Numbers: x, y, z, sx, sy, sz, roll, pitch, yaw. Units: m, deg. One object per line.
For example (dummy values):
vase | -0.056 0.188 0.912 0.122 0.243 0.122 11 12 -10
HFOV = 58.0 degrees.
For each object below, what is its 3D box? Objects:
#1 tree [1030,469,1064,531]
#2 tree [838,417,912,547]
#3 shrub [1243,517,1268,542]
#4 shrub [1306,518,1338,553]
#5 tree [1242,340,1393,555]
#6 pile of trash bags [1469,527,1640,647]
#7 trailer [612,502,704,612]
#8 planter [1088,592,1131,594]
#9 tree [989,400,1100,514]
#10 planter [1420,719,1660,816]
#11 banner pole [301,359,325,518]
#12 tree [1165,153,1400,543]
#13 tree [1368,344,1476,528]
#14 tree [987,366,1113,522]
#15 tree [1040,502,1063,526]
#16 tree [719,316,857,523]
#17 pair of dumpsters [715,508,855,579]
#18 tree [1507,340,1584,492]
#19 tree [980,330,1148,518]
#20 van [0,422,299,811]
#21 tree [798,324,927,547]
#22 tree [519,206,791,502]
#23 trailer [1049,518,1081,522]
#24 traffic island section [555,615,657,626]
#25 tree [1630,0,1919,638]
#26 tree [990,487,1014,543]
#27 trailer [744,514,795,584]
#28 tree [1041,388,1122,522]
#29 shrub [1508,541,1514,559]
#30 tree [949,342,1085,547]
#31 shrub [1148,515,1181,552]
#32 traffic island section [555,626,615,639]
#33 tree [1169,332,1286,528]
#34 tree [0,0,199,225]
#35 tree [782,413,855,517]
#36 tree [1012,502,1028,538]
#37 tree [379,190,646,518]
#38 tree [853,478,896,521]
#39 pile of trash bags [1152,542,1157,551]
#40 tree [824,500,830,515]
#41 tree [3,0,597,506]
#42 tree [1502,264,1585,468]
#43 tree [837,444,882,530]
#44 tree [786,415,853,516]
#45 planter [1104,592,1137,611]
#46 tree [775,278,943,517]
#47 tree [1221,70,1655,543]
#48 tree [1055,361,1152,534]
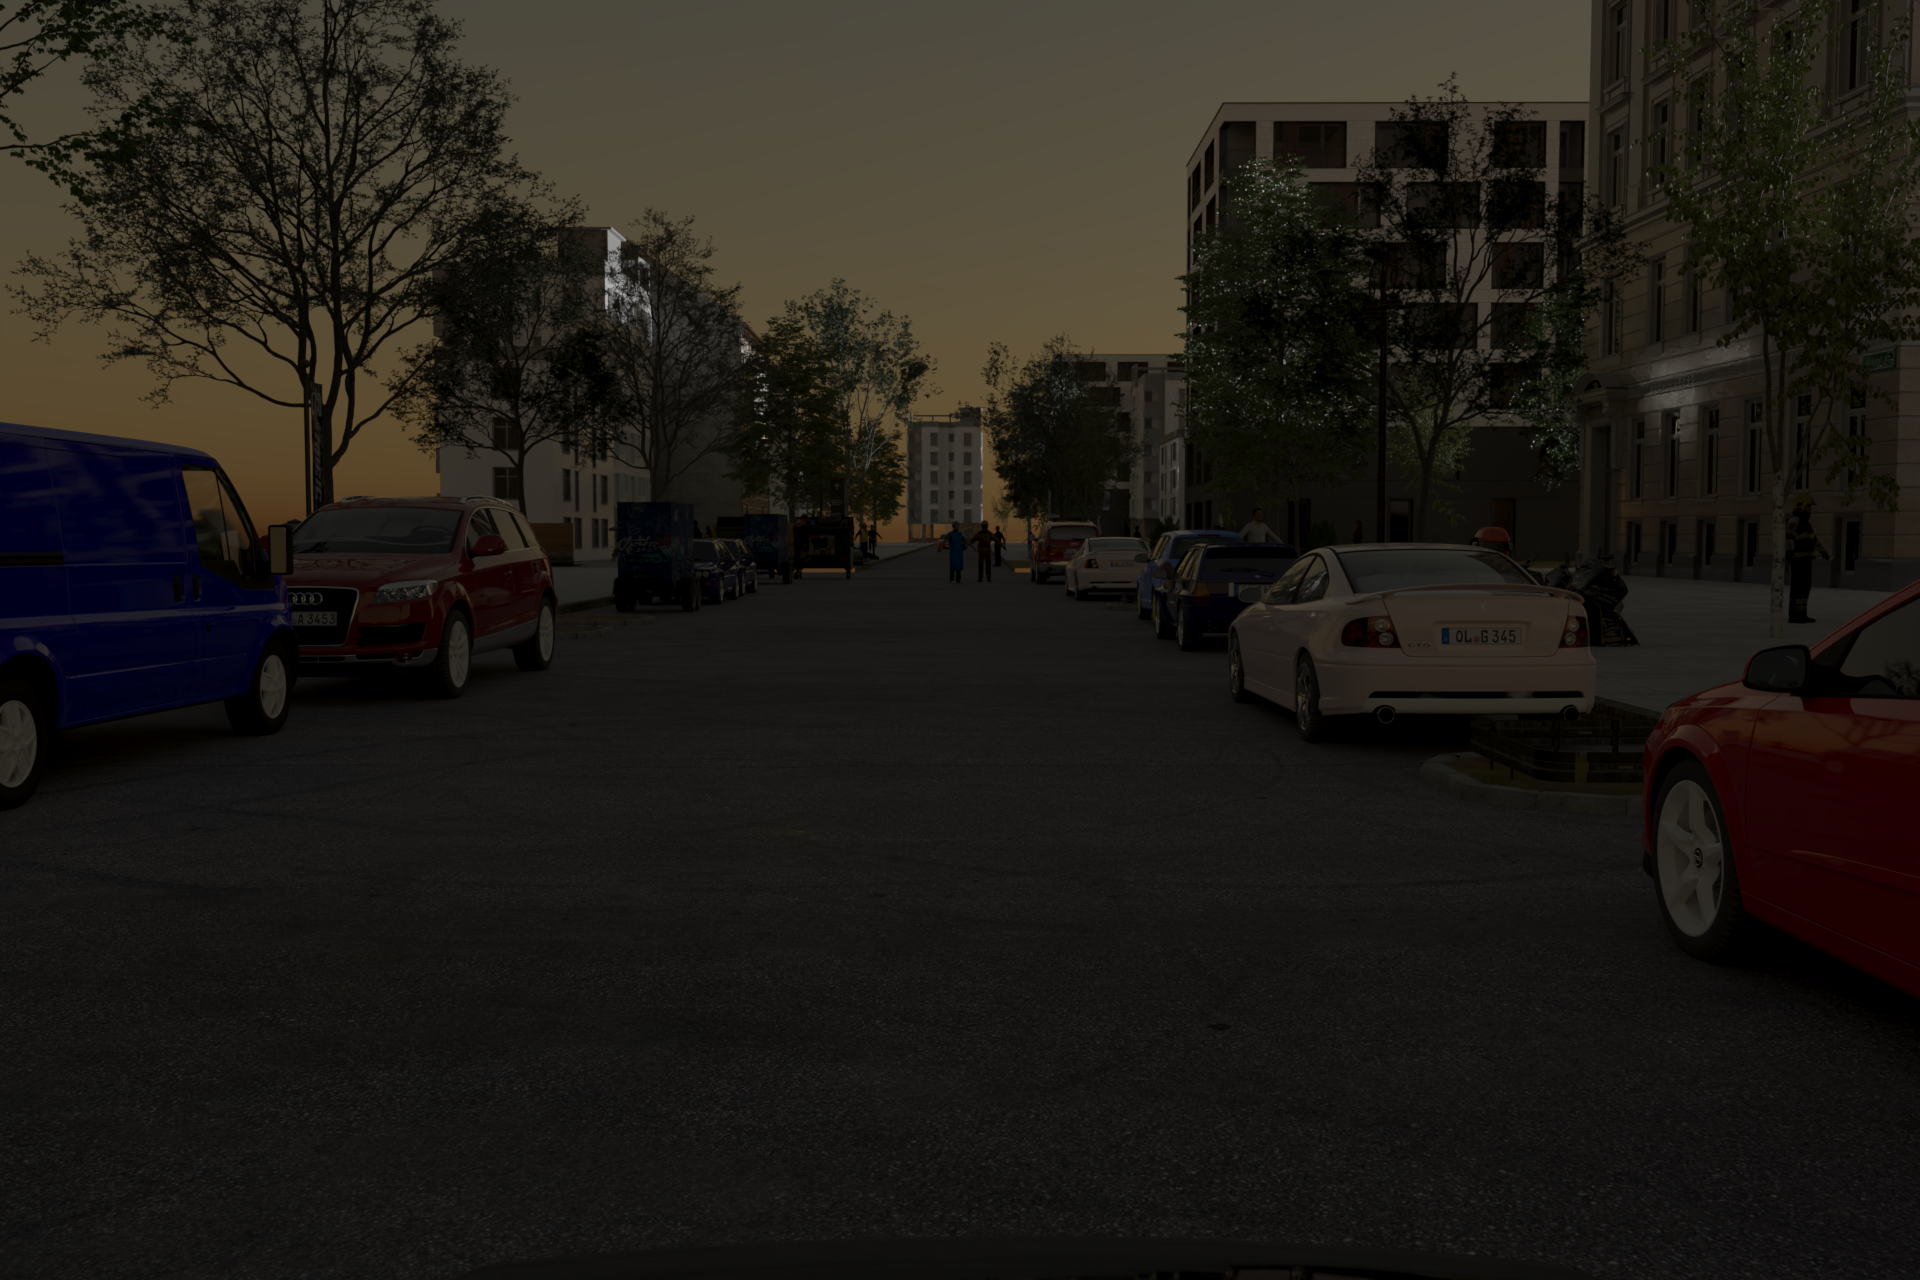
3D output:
tree | 7.295 -11.588 139.830 4.737 8.622 4.395 0 3 0
tree | -8.362 -15.257 167.581 7.486 12.596 7.792 0 3 0
shrub | 14.188 -4.736 81.477 1.661 2.075 1.752 0 3 0
shrub | 17.004 -4.713 81.097 1.661 2.075 1.752 0 3 0
tree | 14.574 -8.526 73.818 8.767 10.594 7.601 2 4 30
pile of trash bags | 6.856 -0.696 21.132 1.912 1.369 3.447 0 4 1
trailer | -5.590 -1.490 31.406 1.471 1.999 3.904 0 4 0
planter | 3.861 -1.318 42.695 1.991 0.319 1.994 0 4 1
tree | 6.284 -11.381 120.495 7.601 10.594 8.767 2 4 34
planter | 3.698 0.694 9.800 1.991 0.319 1.994 0 3 0
banner pole | -9.367 -2.148 25.131 0.401 3.779 0.863 0 4 1
tree | 9.766 -8.209 52.350 7.486 12.596 7.792 0 3 0
tree | 17.436 -7.020 65.141 4.737 8.622 4.395 0 3 0
tree | 7.019 -13.706 130.749 9.857 13.997 8.962 0 3 0
tree | 7.742 -12.621 156.718 4.737 8.622 4.395 0 3 0
tree | -9.110 -10.571 90.955 7.486 12.596 7.792 0 3 0
pair of dumpsters | -5.589 -3.085 55.385 4.436 2.255 1.574 0 4 0
tree | 28.953 -8.708 76.791 8.767 10.594 7.601 -1 4 -21
tree | 6.405 -11.939 105.571 12.009 13.543 11.850 0 3 0
van | -5.828 -0.381 10.614 2.240 2.365 5.245 0 4 1
tree | -8.874 -18.174 153.030 12.611 20.169 13.585 0 3 0
tree | -11.303 -9.407 64.179 12.009 13.543 11.850 0 3 0
trailer | 3.709 -3.374 62.211 1.471 1.999 3.904 0 4 -1
traffic island section | -5.963 -0.306 27.875 1.991 0.108 1.994 0 4 1
tree | 10.184 -4.314 20.900 4.737 8.622 4.395 0 3 0
tree | 6.598 -18.708 256.236 4.737 8.622 4.395 0 3 0
trailer | -5.582 -2.585 49.316 1.471 1.999 3.904 0 4 0
tree | 6.501 -8.360 87.043 4.360 8.622 3.978 0 3 0
shrub | 23.244 -3.864 74.294 1.383 1.207 1.383 0 3 0
tree | 5.751 -19.288 171.246 12.611 20.169 13.585 0 3 0
shrub | 8.194 -3.934 68.357 1.661 2.075 1.752 0 3 0
traffic island section | -5.973 -0.100 24.494 1.991 0.108 1.994 0 4 1
tree | 9.816 -6.920 63.499 4.737 8.622 4.395 0 3 0
tree | -11.627 -5.588 17.125 9.928 11.665 9.643 0 3 0
tree | -8.449 -9.166 100.221 4.737 8.622 4.395 0 3 0
tree | 9.988 -19.043 261.715 4.737 8.622 4.395 0 3 0
tree | -12.354 -6.933 47.761 7.601 10.594 8.767 -1 4 -21
tree | -12.880 -20.007 261.531 7.601 10.594 8.767 1 4 9
pile of trash bags | 7.385 -2.964 58.206 1.912 1.369 3.447 0 4 0
tree | -21.010 -19.708 256.630 7.601 10.594 8.767 0 4 1
tree | -12.094 -7.502 33.027 12.009 13.543 11.850 0 3 0
tree | 24.470 -8.538 65.352 9.928 11.665 9.643 0 3 0
tree | -8.661 -11.564 139.434 4.737 8.622 4.395 0 3 0
tree | -7.953 -9.562 106.694 4.360 8.622 3.978 0 3 0
planter | 3.764 -0.731 33.085 1.991 0.319 1.994 0 4 1
tree | -7.602 -16.536 126.253 12.611 20.169 13.585 0 3 0
tree | 9.593 -6.210 35.950 8.767 10.594 7.601 1 4 12
tree | 5.941 -7.544 73.703 4.360 8.622 3.978 0 3 0
